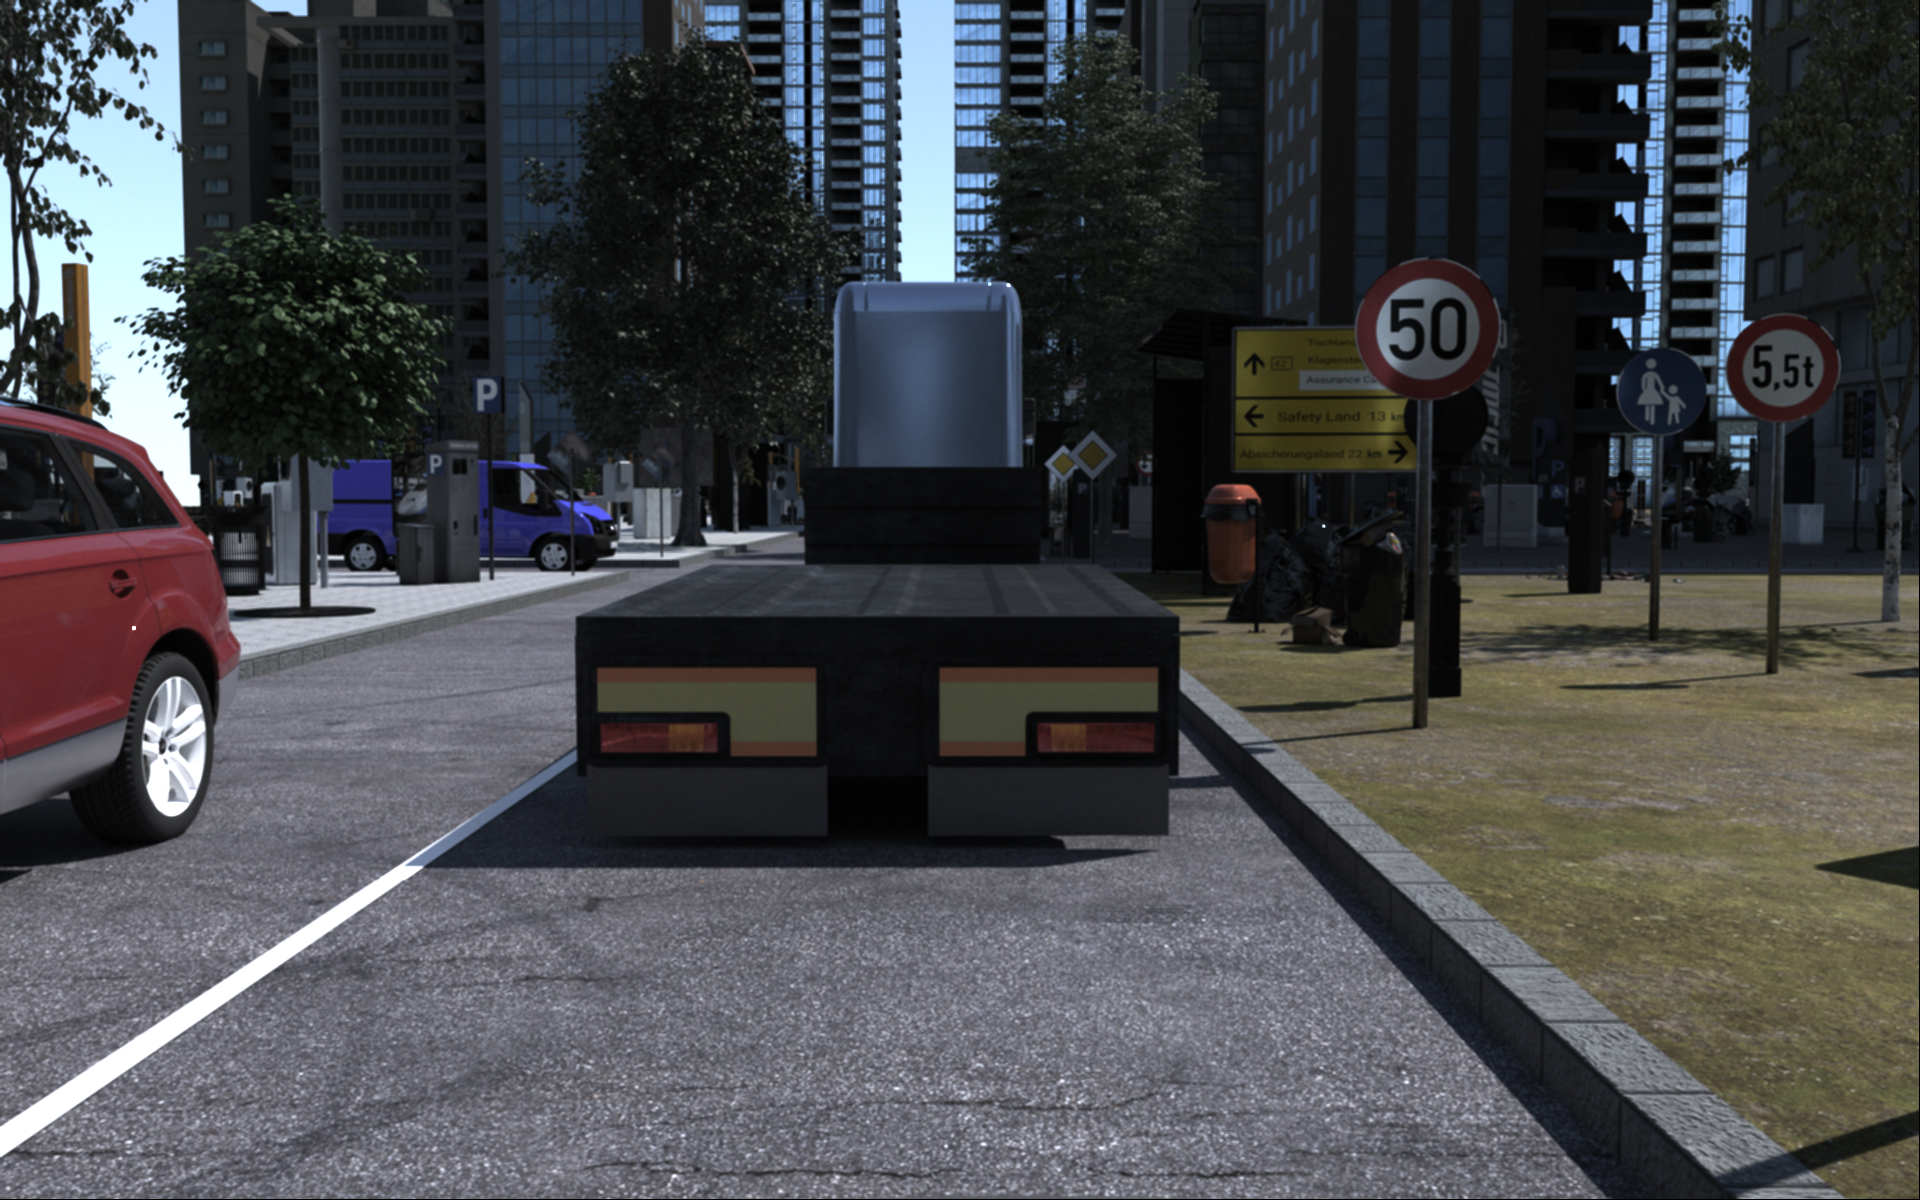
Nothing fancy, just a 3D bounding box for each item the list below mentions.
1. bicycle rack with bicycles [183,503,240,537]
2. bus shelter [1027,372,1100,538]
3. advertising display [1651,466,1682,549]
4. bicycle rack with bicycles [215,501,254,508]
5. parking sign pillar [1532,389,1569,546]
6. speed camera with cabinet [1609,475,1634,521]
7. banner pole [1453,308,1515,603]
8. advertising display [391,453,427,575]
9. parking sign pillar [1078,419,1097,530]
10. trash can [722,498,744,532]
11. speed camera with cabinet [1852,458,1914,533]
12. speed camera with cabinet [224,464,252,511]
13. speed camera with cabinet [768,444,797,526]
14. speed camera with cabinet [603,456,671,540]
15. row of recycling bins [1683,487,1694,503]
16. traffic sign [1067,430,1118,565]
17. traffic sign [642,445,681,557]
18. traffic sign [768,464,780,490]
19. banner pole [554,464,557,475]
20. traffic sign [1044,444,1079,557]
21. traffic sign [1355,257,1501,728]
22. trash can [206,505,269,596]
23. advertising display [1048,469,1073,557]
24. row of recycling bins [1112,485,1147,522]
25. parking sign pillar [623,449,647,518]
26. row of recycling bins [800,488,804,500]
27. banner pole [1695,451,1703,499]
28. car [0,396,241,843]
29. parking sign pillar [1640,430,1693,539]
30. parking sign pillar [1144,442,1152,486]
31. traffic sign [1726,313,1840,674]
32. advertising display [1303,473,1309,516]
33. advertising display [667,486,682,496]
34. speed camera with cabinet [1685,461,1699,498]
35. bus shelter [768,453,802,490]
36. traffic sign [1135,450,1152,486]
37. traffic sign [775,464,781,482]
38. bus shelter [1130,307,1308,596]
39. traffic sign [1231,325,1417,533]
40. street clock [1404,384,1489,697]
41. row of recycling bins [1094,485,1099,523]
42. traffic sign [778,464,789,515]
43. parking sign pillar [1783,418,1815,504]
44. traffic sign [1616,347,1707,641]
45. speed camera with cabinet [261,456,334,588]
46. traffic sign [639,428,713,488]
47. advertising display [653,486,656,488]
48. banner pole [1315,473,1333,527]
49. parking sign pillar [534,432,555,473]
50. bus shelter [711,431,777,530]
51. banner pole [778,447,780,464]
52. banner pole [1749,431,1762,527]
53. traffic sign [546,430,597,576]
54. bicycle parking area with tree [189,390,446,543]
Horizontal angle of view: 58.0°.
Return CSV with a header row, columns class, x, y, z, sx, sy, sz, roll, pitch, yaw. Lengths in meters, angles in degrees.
class,x,y,z,sx,sy,sz,roll,pitch,yaw
bicycle rack with bicycles,-23.642,-2.364,52.026,2.852,0.926,2.925,3,5,43
bus shelter,3.034,-4.682,54.186,2.179,5.291,8.768,0,3,0
advertising display,16.495,-2.157,40.488,0.123,1.923,0.974,-1,4,-12
bicycle rack with bicycles,-38.935,-4.768,91.338,2.925,0.926,2.852,0,4,-3
parking sign pillar,14.883,-3.381,43.747,1.447,3.967,1.447,0,4,0
speed camera with cabinet,31.013,-5.352,81.840,0.660,3.252,2.038,-1,4,-14
banner pole,6.127,-1.865,20.502,0.863,3.779,0.401,0,4,-7
advertising display,-8.480,-1.355,27.371,0.974,1.923,0.123,0,4,4
parking sign pillar,4.203,-4.509,62.198,1.447,3.967,1.447,-2,4,-28
trash can,-7.686,-2.876,58.681,0.748,1.137,0.748,0,3,0
speed camera with cabinet,30.439,-3.840,57.116,0.660,3.252,2.038,-1,4,-16
speed camera with cabinet,-39.207,-6.098,94.040,0.660,3.252,2.038,0,4,6
speed camera with cabinet,-7.332,-4.565,68.973,0.660,3.252,2.038,-3,5,-43
speed camera with cabinet,-9.213,-3.370,49.431,0.660,3.252,2.038,3,5,40
row of recycling bins,40.934,-5.638,99.296,1.069,1.692,3.534,0,4,-6
traffic sign,2.070,-1.434,27.090,0.795,2.450,0.064,0,4,0
traffic sign,-6.053,-1.925,35.116,0.795,2.450,0.064,0,4,0
traffic sign,-7.971,-4.475,73.279,0.768,2.556,0.104,0,4,7
banner pole,-23.380,-6.657,98.856,0.863,3.779,0.401,0,4,3
traffic sign,2.091,-1.922,35.075,0.795,2.450,0.064,0,4,0
traffic sign,2.527,-0.571,9.437,0.768,2.556,0.104,1,4,8
trash can,-9.150,-0.632,21.981,0.748,1.137,0.748,0,3,0
advertising display,2.065,-1.865,35.715,0.123,1.923,0.974,-1,4,-21
row of recycling bins,8.256,-4.426,79.471,3.534,1.692,1.069,-2,4,-34
parking sign pillar,-16.590,-6.149,89.000,1.447,3.967,1.447,1,4,22
row of recycling bins,-9.348,-5.605,98.755,1.069,1.692,3.534,0,4,-4
banner pole,42.869,-6.759,100.532,0.401,3.779,0.863,0,4,-6
car,-4.257,0.183,5.676,2.281,1.827,5.304,0,4,0
parking sign pillar,20.506,-3.773,50.165,1.447,3.967,1.447,0,4,3
parking sign pillar,9.828,-6.123,88.591,1.447,3.967,1.447,-1,4,-10
traffic sign,5.812,-0.747,12.318,0.768,2.556,0.104,0,4,7
advertising display,10.364,-2.912,52.825,0.123,1.923,0.974,-1,4,-15
advertising display,-13.904,-4.897,85.275,0.974,1.923,0.123,1,4,17
speed camera with cabinet,42.658,-6.592,102.115,2.038,3.252,0.660,-1,4,-18
bus shelter,-9.201,-5.694,87.020,2.014,3.302,5.546,0,4,0
traffic sign,5.442,-3.059,50.121,0.768,2.556,0.104,0,4,3
traffic sign,-7.743,-4.567,74.673,0.884,2.594,0.081,0,4,6
bus shelter,3.588,-2.056,24.894,1.731,3.624,6.357,0,4,0
traffic sign,4.427,-1.659,20.992,2.265,3.308,0.079,0,4,6
street clock,3.069,-0.393,10.989,0.471,2.002,0.358,0,4,-7
row of recycling bins,4.732,-4.230,76.268,3.534,1.692,1.069,-1,4,-9
traffic sign,-7.597,-4.535,74.249,0.768,2.556,0.104,0,4,6
parking sign pillar,29.699,-4.478,61.681,1.447,3.967,1.447,-3,5,-43
traffic sign,6.087,-0.918,15.121,0.768,2.556,0.104,0,4,4
speed camera with cabinet,-9.285,-1.826,24.187,0.660,3.252,2.038,-2,4,-32
traffic sign,-8.698,-3.623,53.114,2.265,3.308,0.079,0,4,1
advertising display,-17.673,-5.809,100.190,0.123,1.923,0.974,-1,4,-16
banner pole,14.114,-4.725,67.270,0.863,3.779,0.401,-2,4,-23
parking sign pillar,-18.243,-5.309,75.274,1.447,3.967,1.447,2,4,24
bus shelter,-7.972,-4.469,64.345,1.731,3.624,6.357,0,3,0
banner pole,-9.591,-6.245,92.130,0.401,3.779,0.863,0,4,-2
banner pole,31.280,-4.782,68.208,0.863,3.779,0.401,-3,4,-36
traffic sign,-6.074,-1.437,27.131,0.795,2.450,0.064,0,4,0
bicycle parking area with tree,-17.072,-3.731,47.999,8.231,4.147,9.016,1,4,15
